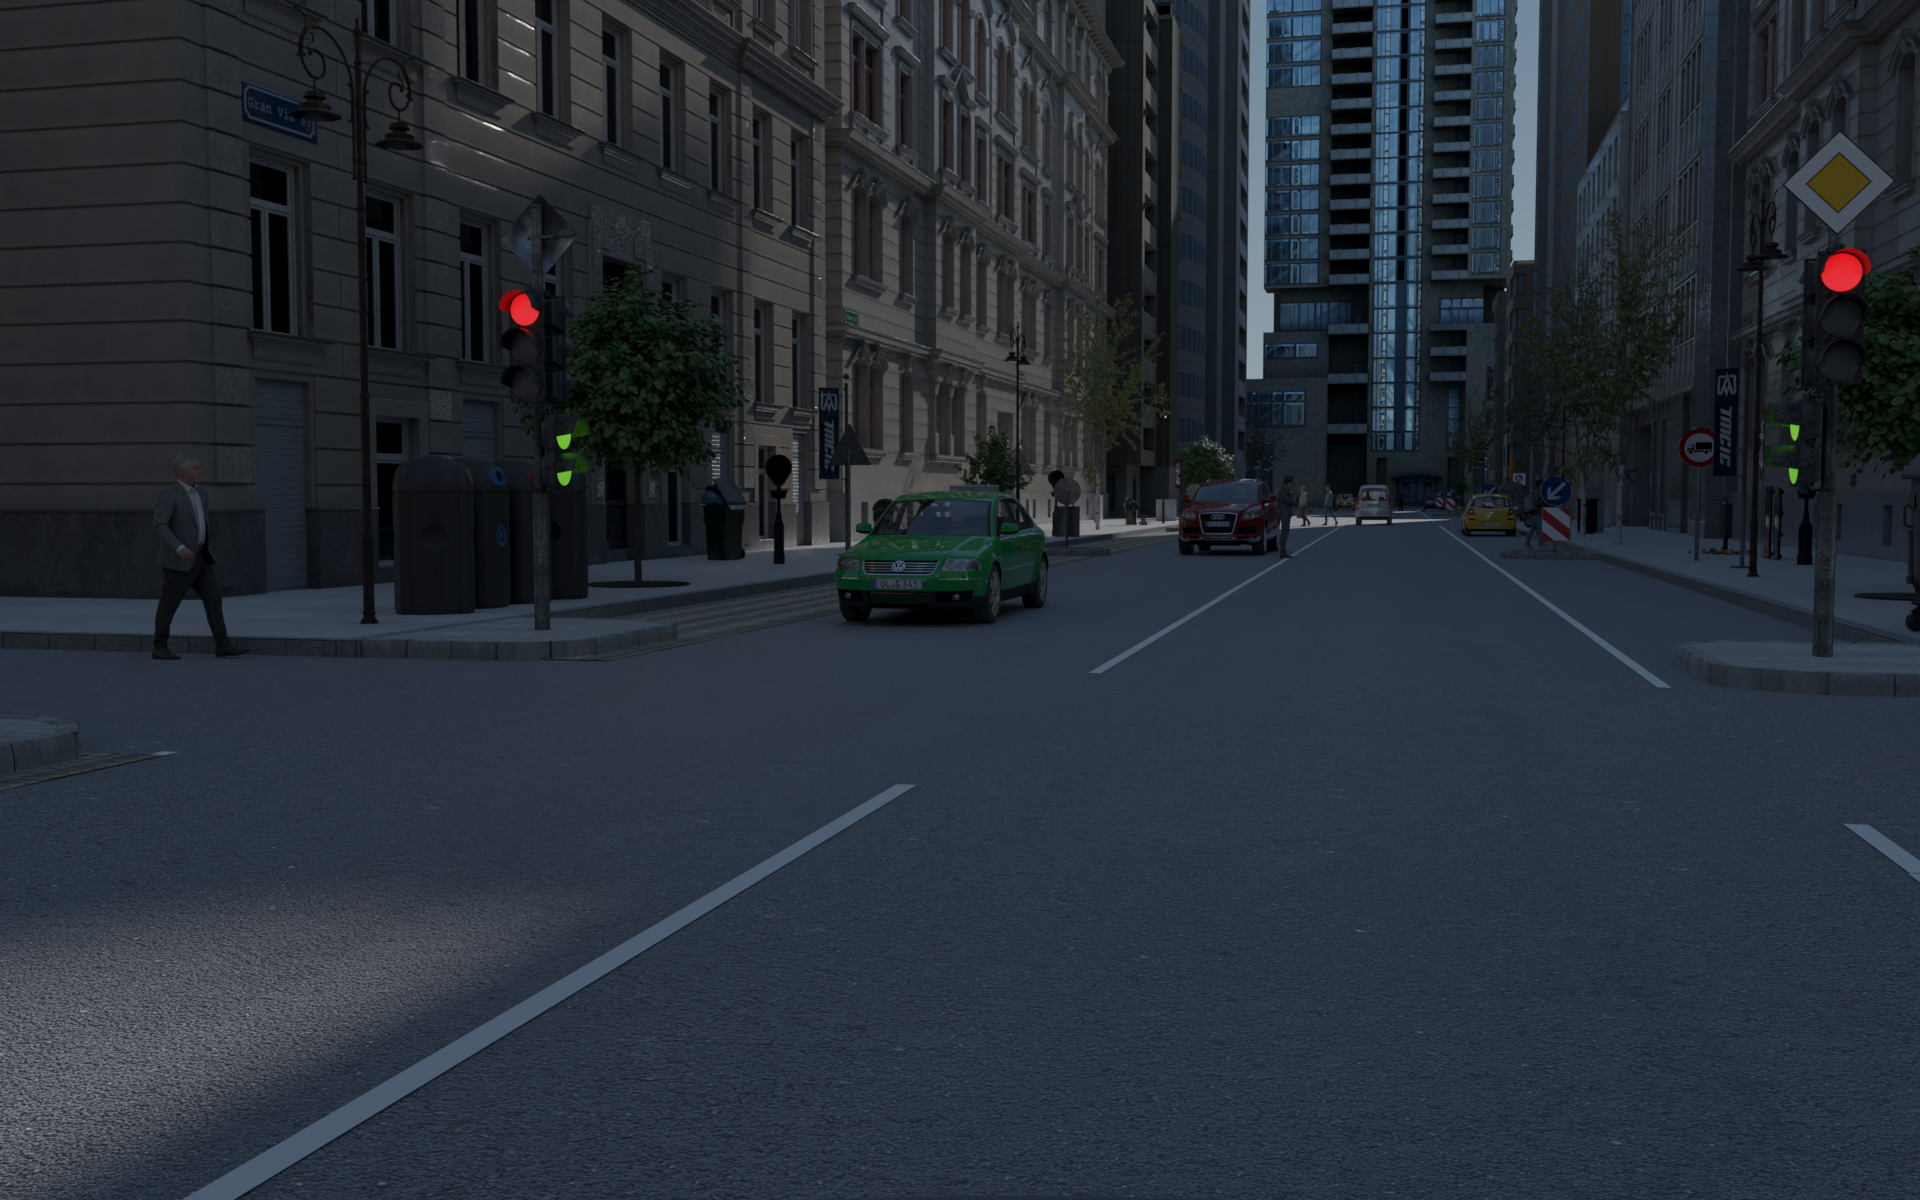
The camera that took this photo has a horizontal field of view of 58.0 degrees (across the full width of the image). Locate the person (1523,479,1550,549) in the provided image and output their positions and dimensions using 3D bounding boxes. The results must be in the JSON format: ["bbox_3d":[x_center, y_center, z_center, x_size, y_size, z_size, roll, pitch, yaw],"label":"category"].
[{"bbox_3d":[15.014,-2.234,45.017,0.713,1.824,0.794,2,4,30],"label":"person"}]

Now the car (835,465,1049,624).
[{"bbox_3d":[-0.121,-0.729,20.708,1.959,1.807,4.718,1,4,14],"label":"car"}]

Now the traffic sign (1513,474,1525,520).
[{"bbox_3d":[27.480,-5.079,85.173,0.606,2.300,0.079,1,4,15],"label":"traffic sign"}]

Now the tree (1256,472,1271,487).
[{"bbox_3d":[24.624,-8.939,140.762,1.663,3.219,1.824,0,3,0],"label":"tree"}]

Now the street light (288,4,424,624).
[{"bbox_3d":[-5.854,-2.703,16.986,0.468,5.910,1.993,1,4,14],"label":"street light"}]

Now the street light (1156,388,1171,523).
[{"bbox_3d":[8.914,-6.299,75.775,0.468,5.910,1.993,1,4,14],"label":"street light"}]

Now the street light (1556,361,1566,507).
[{"bbox_3d":[19.447,-5.076,55.781,0.468,5.910,1.993,1,4,14],"label":"street light"}]

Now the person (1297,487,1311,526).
[{"bbox_3d":[15.272,-4.156,76.944,0.515,1.767,0.782,0,4,-2],"label":"person"}]

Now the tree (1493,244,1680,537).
[{"bbox_3d":[18.487,-6.144,50.820,4.360,8.622,3.978,0,3,0],"label":"tree"}]

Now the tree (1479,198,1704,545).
[{"bbox_3d":[16.425,-5.692,43.420,4.737,8.622,4.395,0,3,0],"label":"tree"}]

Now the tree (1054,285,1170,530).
[{"bbox_3d":[5.151,-6.831,62.055,4.737,8.622,4.395,0,3,0],"label":"tree"}]

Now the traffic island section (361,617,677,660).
[{"bbox_3d":[-3.968,0.360,16.396,2.009,0.180,2.903,1,4,14],"label":"traffic island section"}]

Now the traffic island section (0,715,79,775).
[{"bbox_3d":[-5.915,0.834,8.651,2.009,0.180,2.903,1,4,14],"label":"traffic island section"}]

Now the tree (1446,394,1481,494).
[{"bbox_3d":[37.239,-10.689,125.134,4.737,8.622,4.395,0,3,0],"label":"tree"}]

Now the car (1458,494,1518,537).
[{"bbox_3d":[18.266,-3.035,59.847,2.015,1.641,3.980,1,4,14],"label":"car"}]

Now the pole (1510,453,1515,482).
[{"bbox_3d":[27.399,-5.631,85.906,0.158,3.312,0.155,0,3,0],"label":"pole"}]

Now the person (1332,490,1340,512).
[{"bbox_3d":[30.395,-8.049,140.822,0.721,1.735,1.217,-3,4,-38],"label":"person"}]

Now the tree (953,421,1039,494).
[{"bbox_3d":[0.899,-3.037,44.249,1.663,3.219,1.824,0,3,0],"label":"tree"}]

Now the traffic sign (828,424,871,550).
[{"bbox_3d":[-2.056,-1.962,32.081,0.884,2.594,0.081,2,4,24],"label":"traffic sign"}]

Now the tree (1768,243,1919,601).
[{"bbox_3d":[11.817,-2.297,21.263,4.285,4.588,4.351,0,3,0],"label":"tree"}]

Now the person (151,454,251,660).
[{"bbox_3d":[-6.624,-0.374,15.010,0.834,1.777,0.661,0,4,6],"label":"person"}]

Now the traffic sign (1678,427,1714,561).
[{"bbox_3d":[14.143,-2.023,33.178,0.768,2.556,0.104,1,4,14],"label":"traffic sign"}]

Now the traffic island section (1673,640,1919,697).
[{"bbox_3d":[6.837,0.526,13.685,2.009,0.180,2.903,1,4,14],"label":"traffic island section"}]

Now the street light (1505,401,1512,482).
[{"bbox_3d":[26.836,-6.853,84.834,0.468,5.910,1.993,1,4,14],"label":"street light"}]

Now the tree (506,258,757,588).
[{"bbox_3d":[-4.444,-2.476,24.200,4.285,4.588,4.351,0,3,0],"label":"tree"}]

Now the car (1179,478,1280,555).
[{"bbox_3d":[6.645,-2.063,42.405,2.281,1.827,5.304,1,4,16],"label":"car"}]

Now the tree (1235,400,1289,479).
[{"bbox_3d":[23.403,-11.323,135.488,4.360,8.622,3.978,0,3,0],"label":"tree"}]

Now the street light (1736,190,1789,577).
[{"bbox_3d":[12.290,-3.295,26.669,0.468,5.910,1.993,1,4,14],"label":"street light"}]

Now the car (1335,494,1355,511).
[{"bbox_3d":[33.470,-8.579,150.484,2.015,1.641,3.980,1,4,13],"label":"car"}]

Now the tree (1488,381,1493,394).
[{"bbox_3d":[24.401,-7.498,72.948,4.360,8.622,3.978,0,3,0],"label":"tree"}]

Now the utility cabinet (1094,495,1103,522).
[{"bbox_3d":[6.282,-4.129,78.674,0.306,1.237,1.020,1,4,12],"label":"utility cabinet"}]

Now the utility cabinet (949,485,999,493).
[{"bbox_3d":[0.345,-2.042,42.067,1.173,1.500,0.318,1,4,12],"label":"utility cabinet"}]

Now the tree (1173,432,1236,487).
[{"bbox_3d":[12.869,-6.618,91.923,4.285,4.588,4.351,0,3,0],"label":"tree"}]

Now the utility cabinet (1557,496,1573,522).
[{"bbox_3d":[28.210,-4.262,80.848,0.306,1.237,1.020,-1,4,-10],"label":"utility cabinet"}]

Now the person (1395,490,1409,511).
[{"bbox_3d":[36.649,-8.266,143.794,1.348,1.807,0.705,-1,4,-16],"label":"person"}]

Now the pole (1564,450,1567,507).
[{"bbox_3d":[27.916,-5.269,79.991,0.158,3.312,0.155,0,3,0],"label":"pole"}]

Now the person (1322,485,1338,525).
[{"bbox_3d":[16.903,-4.333,79.204,0.748,1.841,0.638,3,5,40],"label":"person"}]

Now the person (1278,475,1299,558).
[{"bbox_3d":[7.341,-1.860,38.714,0.447,1.846,0.655,1,4,12],"label":"person"}]

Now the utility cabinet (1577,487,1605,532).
[{"bbox_3d":[20.924,-2.984,57.462,1.173,1.500,0.318,-3,5,-40],"label":"utility cabinet"}]

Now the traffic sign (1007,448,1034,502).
[{"bbox_3d":[1.644,-2.963,48.451,0.884,2.594,0.081,1,4,18],"label":"traffic sign"}]

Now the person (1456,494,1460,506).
[{"bbox_3d":[47.649,-9.421,165.758,0.421,1.427,0.697,1,4,18],"label":"person"}]

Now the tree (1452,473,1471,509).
[{"bbox_3d":[44.157,-9.684,152.934,1.663,3.219,1.824,0,3,0],"label":"tree"}]

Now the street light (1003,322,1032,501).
[{"bbox_3d":[1.549,-4.515,46.601,0.468,5.910,1.993,1,4,14],"label":"street light"}]

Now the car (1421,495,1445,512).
[{"bbox_3d":[38.987,-7.957,142.669,1.945,1.354,3.894,1,4,13],"label":"car"}]
